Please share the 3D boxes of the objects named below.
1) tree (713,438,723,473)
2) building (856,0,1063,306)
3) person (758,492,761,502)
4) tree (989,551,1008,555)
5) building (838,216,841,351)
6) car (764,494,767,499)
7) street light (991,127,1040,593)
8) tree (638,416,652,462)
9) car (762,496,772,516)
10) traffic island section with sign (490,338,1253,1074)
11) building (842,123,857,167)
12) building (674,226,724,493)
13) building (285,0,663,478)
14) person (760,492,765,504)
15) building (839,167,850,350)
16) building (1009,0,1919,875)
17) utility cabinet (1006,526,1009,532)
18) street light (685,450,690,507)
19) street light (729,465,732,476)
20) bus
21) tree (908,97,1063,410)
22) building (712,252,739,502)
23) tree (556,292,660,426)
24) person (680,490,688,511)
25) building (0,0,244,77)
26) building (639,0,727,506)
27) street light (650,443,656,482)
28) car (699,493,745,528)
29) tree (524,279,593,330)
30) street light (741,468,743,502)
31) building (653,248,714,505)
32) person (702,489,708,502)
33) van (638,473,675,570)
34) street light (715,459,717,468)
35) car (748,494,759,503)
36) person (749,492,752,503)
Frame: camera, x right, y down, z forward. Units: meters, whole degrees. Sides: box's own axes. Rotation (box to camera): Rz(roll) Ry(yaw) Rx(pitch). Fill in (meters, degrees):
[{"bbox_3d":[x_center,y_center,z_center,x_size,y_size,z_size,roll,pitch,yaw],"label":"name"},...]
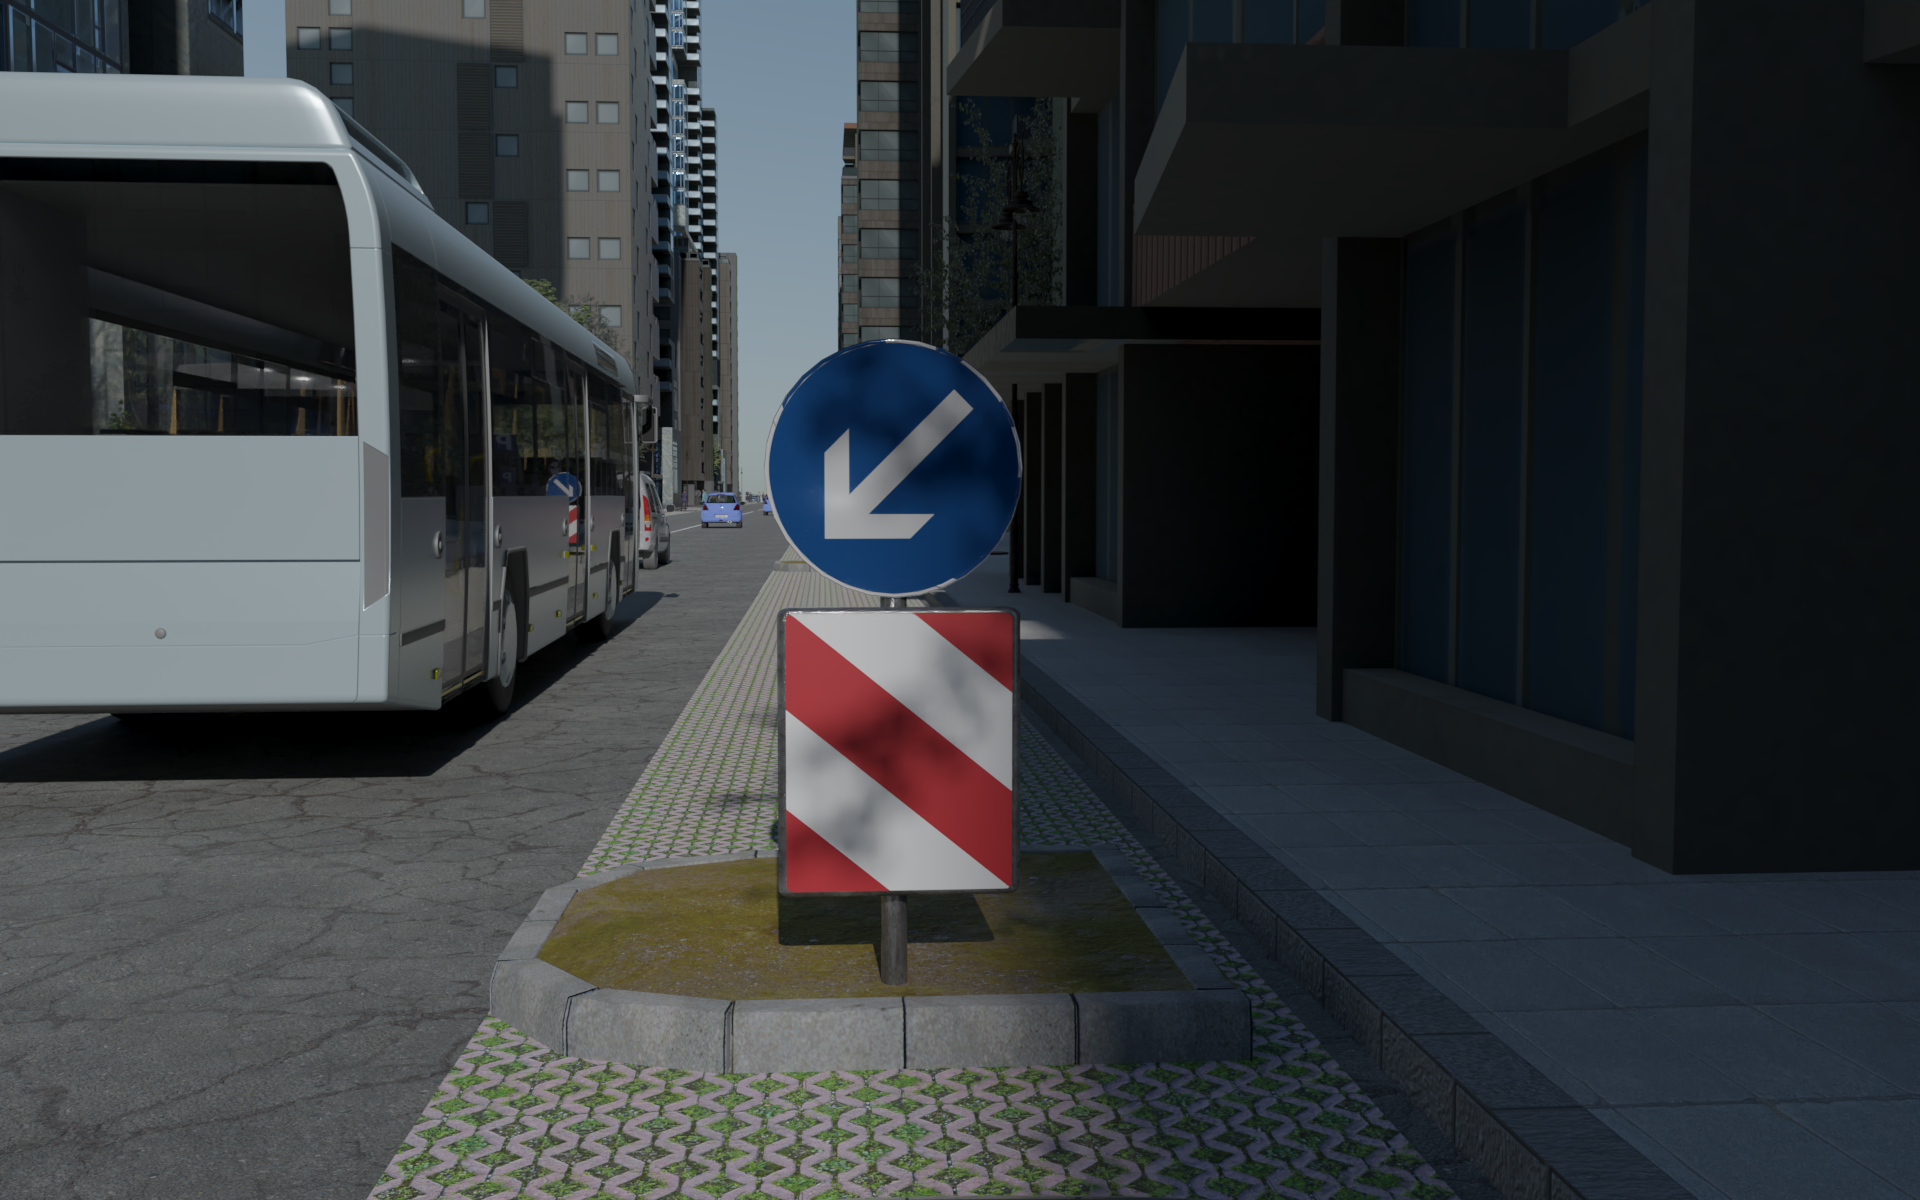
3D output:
[{"bbox_3d":[-31.513,-16.256,216.152,4.737,8.622,4.395,0,3,0],"label":"tree"},{"bbox_3d":[1.206,-19.919,97.381,14.160,30.474,14.107,0,4,-5],"label":"building"},{"bbox_3d":[-34.476,-17.637,296.731,0.599,1.838,0.709,1,4,10],"label":"person"},{"bbox_3d":[0.647,-2.586,36.879,1.663,3.219,1.824,0,3,0],"label":"tree"},{"bbox_3d":[-11.010,-35.045,256.571,14.154,41.232,14.086,0,4,-5],"label":"building"},{"bbox_3d":[-29.018,-15.632,264.627,2.155,1.783,4.494,0,4,-5],"label":"car"},{"bbox_3d":[0.705,-3.032,22.357,0.468,5.910,1.993,0,4,-5],"label":"street light"},{"bbox_3d":[-24.295,-10.678,124.948,4.360,8.622,3.978,0,3,0],"label":"tree"},{"bbox_3d":[-12.386,-6.564,116.907,1.945,1.707,3.694,0,4,-4],"label":"car"},{"bbox_3d":[-0.331,0.209,5.213,1.989,1.847,2.006,0,4,-5],"label":"traffic island section with sign"},{"bbox_3d":[-2.694,-33.525,202.754,22.147,44.769,28.867,0,4,-5],"label":"building"},{"bbox_3d":[-48.509,-33.149,233.863,32.217,40.220,23.993,0,4,-5],"label":"building"},{"bbox_3d":[-40.931,-34.379,151.331,28.713,52.752,27.495,0,4,-5],"label":"building"},{"bbox_3d":[-29.615,-15.311,259.366,0.750,1.759,0.617,-2,4,-32],"label":"person"},{"bbox_3d":[-3.673,-23.519,156.239,14.160,30.474,14.107,0,4,-5],"label":"building"},{"bbox_3d":[11.332,-21.950,13.501,22.147,44.769,28.867,0,4,-5],"label":"building"},{"bbox_3d":[1.528,-3.008,57.857,1.173,1.500,0.318,1,4,20],"label":"utility cabinet"},{"bbox_3d":[-27.860,-12.479,176.820,0.468,5.910,1.993,0,4,-5],"label":"street light"},{"bbox_3d":[-34.418,-17.574,260.129,0.468,5.910,1.993,0,4,-5],"label":"street light"},{"bbox_3d":[-4.437,-1.183,14.199,2.948,3.499,13.247,0,4,-5],"label":"bus"},{"bbox_3d":[0.961,-4.970,31.620,4.360,8.622,3.978,0,3,0],"label":"tree"},{"bbox_3d":[-43.854,-36.772,284.819,14.154,41.232,14.086,0,4,-5],"label":"building"},{"bbox_3d":[-23.284,-11.869,104.435,12.009,13.543,11.850,0,3,0],"label":"tree"},{"bbox_3d":[-23.016,-8.281,144.343,0.683,1.767,0.568,-1,4,-14],"label":"person"},{"bbox_3d":[-33.342,-44.801,45.166,31.000,86.520,22.319,0,4,-5],"label":"building"},{"bbox_3d":[-46.356,-57.976,260.585,22.319,86.520,31.000,0,4,-5],"label":"building"},{"bbox_3d":[-24.990,-10.304,141.264,0.468,5.910,1.993,0,4,-5],"label":"street light"},{"bbox_3d":[-10.125,-3.922,73.723,1.945,1.707,3.694,0,4,-6],"label":"car"},{"bbox_3d":[-22.456,-10.645,92.165,7.486,12.596,7.792,0,3,0],"label":"tree"},{"bbox_3d":[-37.235,-19.746,295.626,0.468,5.910,1.993,0,4,-5],"label":"street light"},{"bbox_3d":[-36.642,-26.454,204.216,14.160,30.474,14.107,0,4,-5],"label":"building"},{"bbox_3d":[-18.566,-7.207,126.352,0.620,1.820,0.660,1,4,16],"label":"person"},{"bbox_3d":[-6.681,-1.660,34.145,2.013,2.044,4.112,0,4,-4],"label":"van"},{"bbox_3d":[-31.695,-15.416,224.838,0.468,5.910,1.993,0,4,-5],"label":"street light"},{"bbox_3d":[-34.616,-17.029,290.428,2.014,1.417,4.499,0,4,-5],"label":"car"},{"bbox_3d":[-32.389,-15.824,268.146,0.541,1.710,0.530,0,4,-2],"label":"person"}]
